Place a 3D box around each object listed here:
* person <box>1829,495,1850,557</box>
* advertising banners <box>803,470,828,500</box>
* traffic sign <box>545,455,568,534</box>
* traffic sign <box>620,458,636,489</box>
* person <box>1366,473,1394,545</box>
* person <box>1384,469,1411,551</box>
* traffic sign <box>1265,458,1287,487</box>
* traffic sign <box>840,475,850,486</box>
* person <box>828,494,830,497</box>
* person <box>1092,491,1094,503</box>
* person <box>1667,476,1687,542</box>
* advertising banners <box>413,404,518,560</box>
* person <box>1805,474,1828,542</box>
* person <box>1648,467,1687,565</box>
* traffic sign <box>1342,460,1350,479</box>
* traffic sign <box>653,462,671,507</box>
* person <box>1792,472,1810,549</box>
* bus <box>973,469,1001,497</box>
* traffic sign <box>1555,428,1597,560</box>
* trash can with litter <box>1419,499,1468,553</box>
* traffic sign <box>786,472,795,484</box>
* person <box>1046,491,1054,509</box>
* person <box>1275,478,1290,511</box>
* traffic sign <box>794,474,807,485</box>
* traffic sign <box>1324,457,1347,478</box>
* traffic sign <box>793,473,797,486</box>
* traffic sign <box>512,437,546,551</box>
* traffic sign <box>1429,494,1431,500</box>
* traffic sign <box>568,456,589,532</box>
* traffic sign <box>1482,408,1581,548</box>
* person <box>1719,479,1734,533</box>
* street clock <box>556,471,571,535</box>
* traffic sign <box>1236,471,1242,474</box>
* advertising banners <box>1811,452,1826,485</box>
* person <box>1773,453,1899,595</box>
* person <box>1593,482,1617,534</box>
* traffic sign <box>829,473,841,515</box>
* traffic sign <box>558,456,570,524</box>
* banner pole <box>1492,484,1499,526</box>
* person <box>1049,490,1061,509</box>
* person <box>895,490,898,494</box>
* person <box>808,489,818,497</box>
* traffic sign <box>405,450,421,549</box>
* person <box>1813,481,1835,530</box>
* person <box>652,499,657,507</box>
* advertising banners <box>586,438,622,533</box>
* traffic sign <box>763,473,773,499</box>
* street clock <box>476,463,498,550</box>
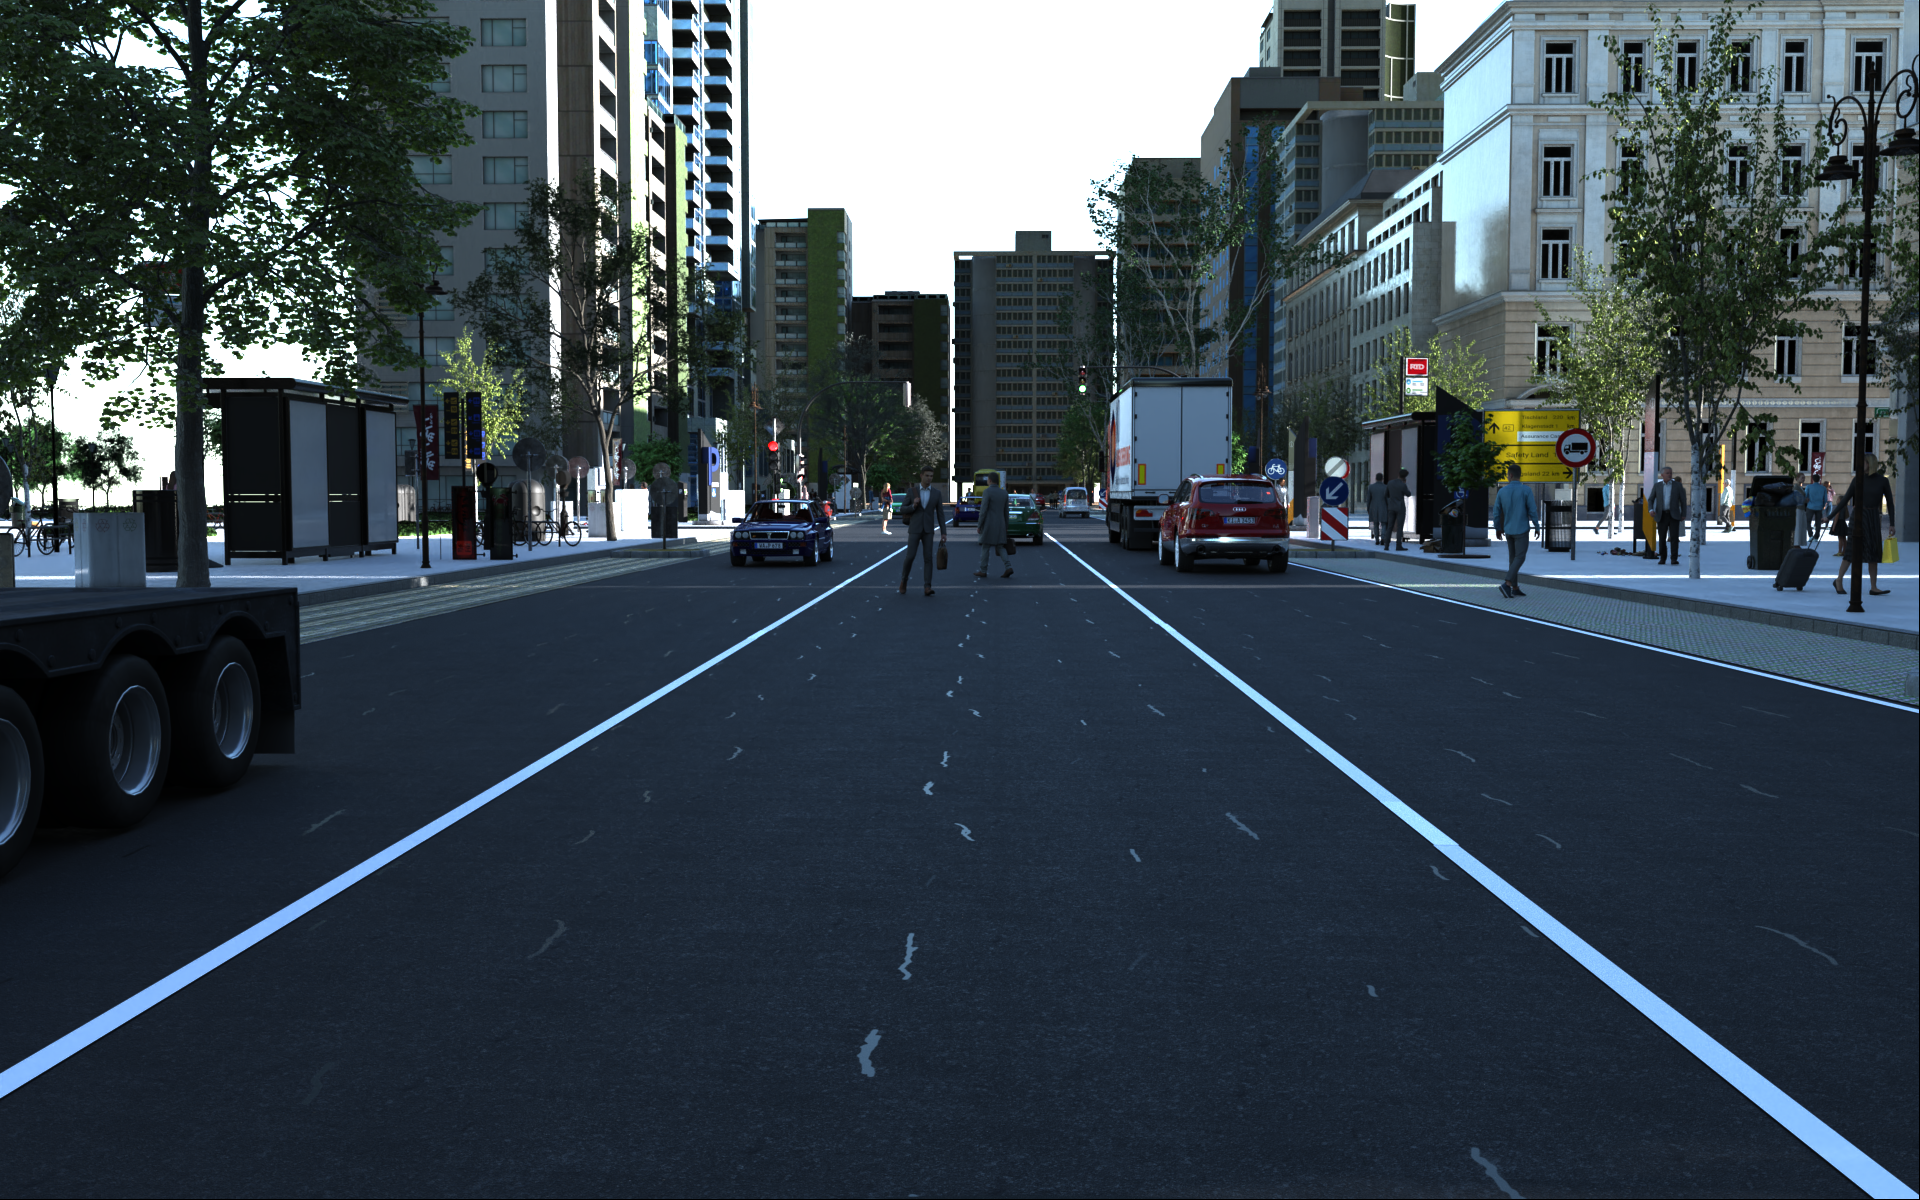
[{"bbox_3d":[18.081,-1.523,35.617,0.362,1.253,0.373,-2,4,-30],"label":"person"},{"bbox_3d":[-10.348,-7.715,122.330,2.074,3.025,0.090,0,4,-5],"label":"advertising banners"},{"bbox_3d":[-13.105,-3.435,56.268,0.768,2.556,0.104,0,4,8],"label":"traffic sign"},{"bbox_3d":[-11.915,-3.766,61.679,0.768,2.556,0.104,0,4,3],"label":"traffic sign"},{"bbox_3d":[10.575,-2.287,43.531,0.694,1.812,0.767,2,4,25],"label":"person"},{"bbox_3d":[9.947,-2.051,39.387,0.655,1.846,0.447,3,5,44],"label":"person"},{"bbox_3d":[11.305,-3.785,61.998,0.768,2.556,0.104,1,4,8],"label":"traffic sign"},{"bbox_3d":[-7.731,-7.078,115.459,0.795,2.593,0.064,0,4,3],"label":"traffic sign"},{"bbox_3d":[-13.280,-10.384,176.538,1.217,1.735,0.721,-1,4,-11],"label":"person"},{"bbox_3d":[16.668,-12.938,218.497,0.530,1.710,0.541,-3,5,-39],"label":"person"},{"bbox_3d":[19.230,-2.434,46.394,0.519,1.759,0.362,3,5,42],"label":"person"},{"bbox_3d":[-9.664,-2.300,33.795,2.074,3.025,0.090,0,4,7],"label":"advertising banners"},{"bbox_3d":[22.934,-2.473,46.496,0.660,1.820,0.620,0,4,8],"label":"person"},{"bbox_3d":[12.809,-1.523,31.345,0.661,1.777,0.834,1,4,16],"label":"person"},{"bbox_3d":[13.453,-3.757,61.534,0.768,2.556,0.104,0,4,7],"label":"traffic sign"},{"bbox_3d":[-12.040,-4.266,69.855,0.768,2.556,0.104,1,4,10],"label":"traffic sign"},{"bbox_3d":[18.566,-1.937,38.259,0.362,1.759,0.519,3,5,42],"label":"person"},{"bbox_3d":[2.660,-10.948,170.541,2.896,3.916,12.252,0,4,1],"label":"bus"},{"bbox_3d":[11.895,-2.044,33.533,0.768,2.556,0.104,0,4,8],"label":"traffic sign"},{"bbox_3d":[10.477,-1.605,37.625,0.624,1.170,1.055,-3,5,-40],"label":"trash can with litter"},{"bbox_3d":[-10.006,-6.210,101.634,0.768,2.556,0.104,1,4,9],"label":"traffic sign"},{"bbox_3d":[8.889,-9.786,169.282,1.217,1.735,0.721,-2,4,-27],"label":"person"},{"bbox_3d":[10.875,-3.244,58.933,0.661,1.843,0.795,-1,4,-20],"label":"person"},{"bbox_3d":[-9.298,-6.152,100.686,0.768,2.556,0.104,0,4,3],"label":"traffic sign"},{"bbox_3d":[12.774,-3.599,58.951,0.768,2.556,0.104,1,4,10],"label":"traffic sign"},{"bbox_3d":[-10.066,-6.409,104.899,0.768,2.556,0.104,1,4,9],"label":"traffic sign"},{"bbox_3d":[-9.692,-2.377,38.978,0.768,2.556,0.104,0,4,1],"label":"traffic sign"},{"bbox_3d":[15.245,-3.429,56.177,0.768,2.556,0.104,0,4,3],"label":"traffic sign"},{"bbox_3d":[-12.835,-3.554,58.217,0.768,2.556,0.104,0,4,2],"label":"traffic sign"},{"bbox_3d":[13.628,-2.906,41.394,2.265,3.308,0.079,0,4,8],"label":"traffic sign"},{"bbox_3d":[25.423,-3.105,57.298,0.515,1.767,0.782,3,5,40],"label":"person"},{"bbox_3d":[-12.314,-3.013,53.832,0.471,2.002,0.358,2,4,34],"label":"street clock"},{"bbox_3d":[15.517,-5.925,96.977,0.768,2.556,0.104,0,4,7],"label":"traffic sign"},{"bbox_3d":[34.953,-4.657,72.333,2.074,3.025,0.090,2,4,25],"label":"advertising banners"},{"bbox_3d":[11.364,-0.984,22.355,0.699,1.804,1.509,-1,4,-20],"label":"person"},{"bbox_3d":[20.520,-3.004,55.025,0.748,1.841,0.638,1,4,19],"label":"person"},{"bbox_3d":[-7.626,-6.449,105.546,0.768,2.556,0.104,0,4,5],"label":"traffic sign"},{"bbox_3d":[-13.215,-3.479,56.989,0.768,2.556,0.104,1,4,11],"label":"traffic sign"},{"bbox_3d":[21.839,-4.918,70.420,0.401,3.779,0.863,1,4,10],"label":"banner pole"},{"bbox_3d":[9.102,-9.588,165.268,1.348,1.823,0.705,0,4,7],"label":"person"},{"bbox_3d":[-7.089,-11.332,191.455,0.705,1.807,1.348,-2,4,-27],"label":"person"},{"bbox_3d":[-14.262,-9.857,167.335,1.348,1.807,0.705,-2,4,-30],"label":"person"},{"bbox_3d":[-12.652,-2.339,40.379,0.606,2.300,0.079,1,4,8],"label":"traffic sign"},{"bbox_3d":[30.910,-3.386,61.994,0.593,1.750,0.643,-1,4,-16],"label":"person"},{"bbox_3d":[-18.981,-5.966,107.860,0.394,1.301,0.425,1,4,13],"label":"person"},{"bbox_3d":[-11.267,-3.588,54.850,0.090,3.025,2.074,-3,5,-44],"label":"advertising banners"},{"bbox_3d":[-11.600,-6.452,105.489,0.884,2.594,0.081,0,4,5],"label":"traffic sign"},{"bbox_3d":[-10.868,-2.158,39.856,0.471,2.002,0.358,0,4,-6],"label":"street clock"}]
